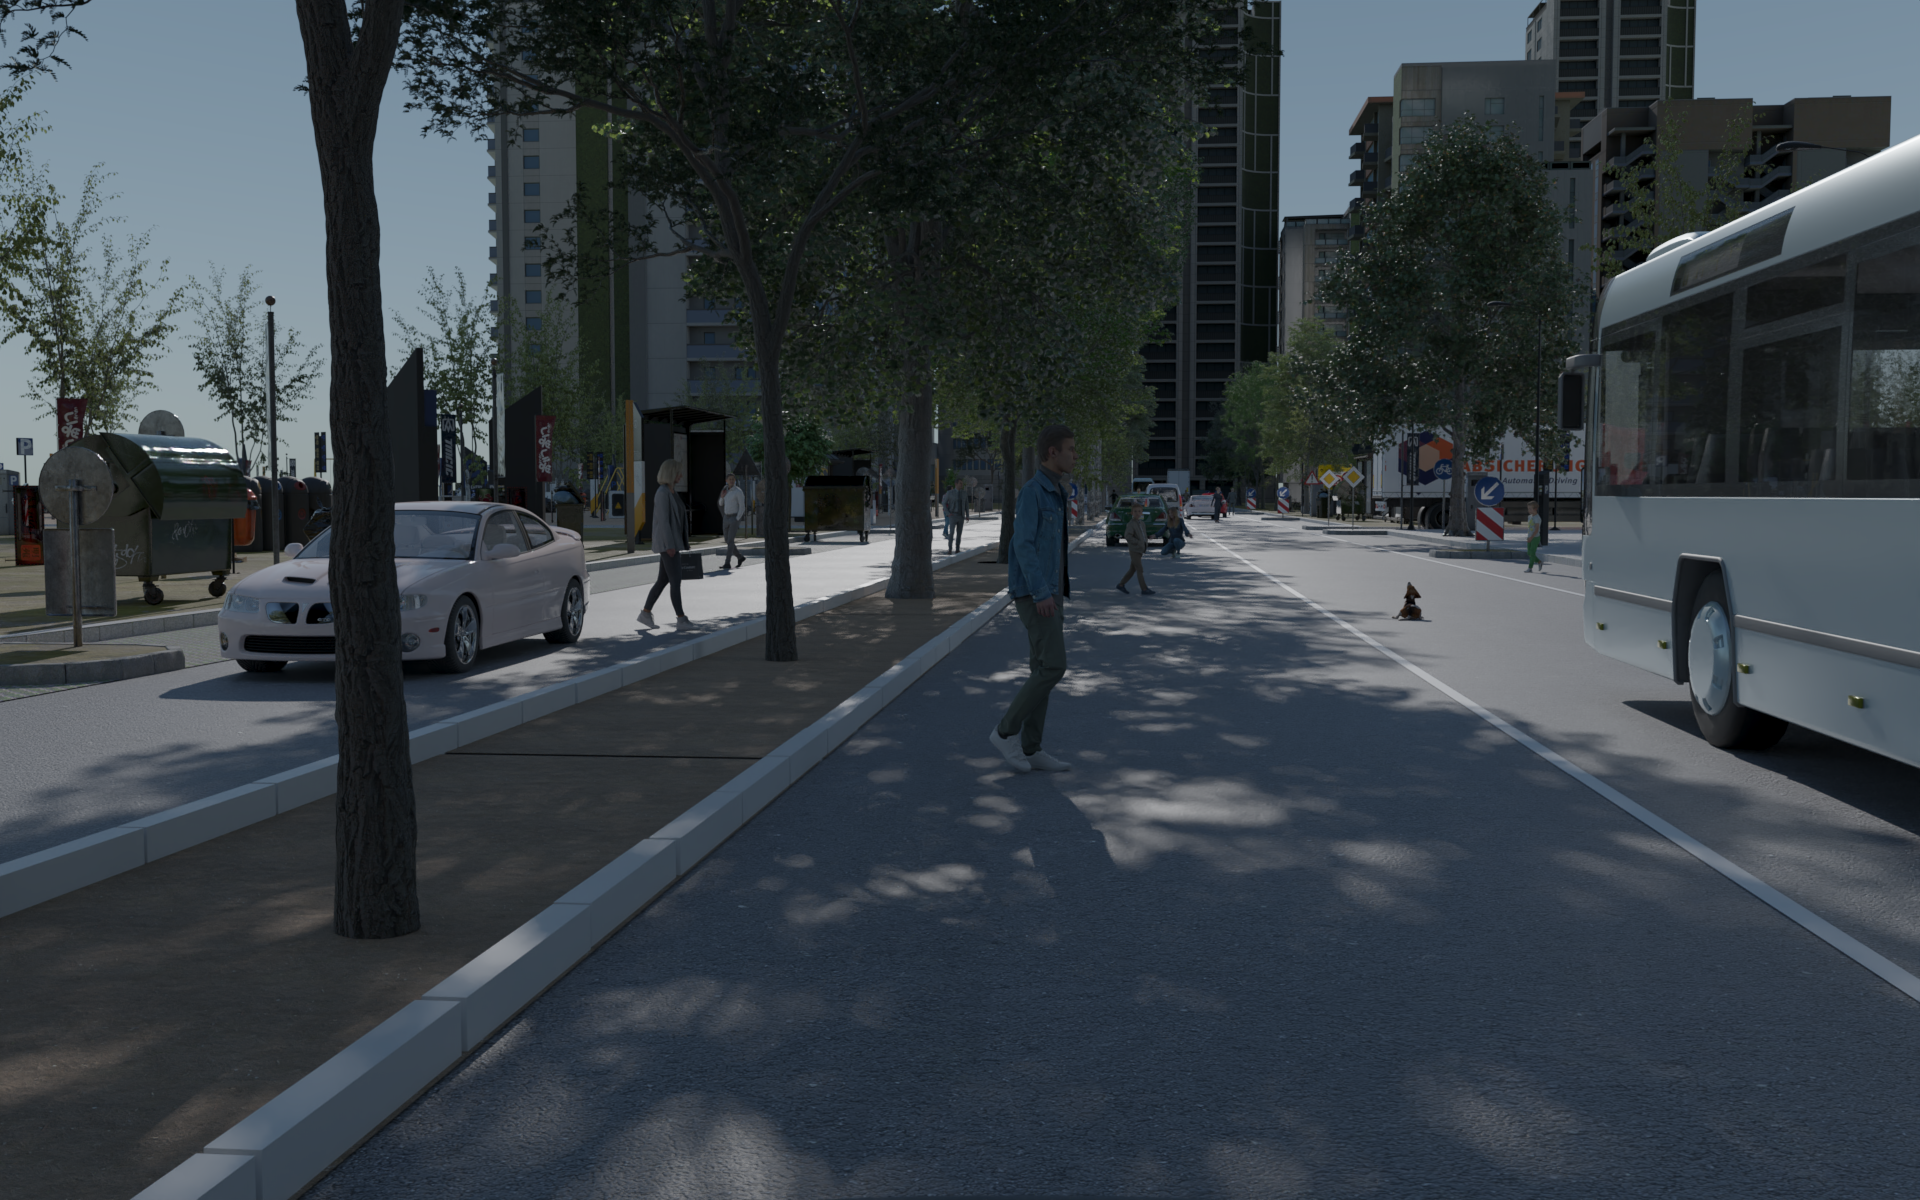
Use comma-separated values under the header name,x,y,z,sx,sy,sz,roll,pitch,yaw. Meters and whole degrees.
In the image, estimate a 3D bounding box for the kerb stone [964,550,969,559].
name,x,y,z,sx,sy,sz,roll,pitch,yaw
kerb stone,0.034,-0.952,37.754,0.120,0.150,1.000,0,4,6

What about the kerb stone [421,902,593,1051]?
name,x,y,z,sx,sy,sz,roll,pitch,yaw
kerb stone,-1.265,1.057,4.919,0.120,0.150,1.000,0,4,6

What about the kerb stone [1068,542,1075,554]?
name,x,y,z,sx,sy,sz,roll,pitch,yaw
kerb stone,2.755,-1.305,43.626,0.120,0.150,1.000,0,4,6

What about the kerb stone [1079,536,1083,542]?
name,x,y,z,sx,sy,sz,roll,pitch,yaw
kerb stone,3.388,-1.685,49.740,0.120,0.150,1.000,0,4,6

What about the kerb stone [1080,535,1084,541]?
name,x,y,z,sx,sy,sz,roll,pitch,yaw
kerb stone,3.494,-1.742,50.765,0.120,0.150,1.000,0,4,6

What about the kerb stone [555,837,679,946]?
name,x,y,z,sx,sy,sz,roll,pitch,yaw
kerb stone,-1.165,0.994,5.936,0.120,0.150,1.000,0,4,6

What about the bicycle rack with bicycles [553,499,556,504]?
name,x,y,z,sx,sy,sz,roll,pitch,yaw
bicycle rack with bicycles,-30.079,-7.055,128.724,2.925,0.926,2.852,1,4,20

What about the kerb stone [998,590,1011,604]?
name,x,y,z,sx,sy,sz,roll,pitch,yaw
kerb stone,0.531,0.001,22.236,0.120,0.150,1.000,0,4,6

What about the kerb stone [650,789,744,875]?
name,x,y,z,sx,sy,sz,roll,pitch,yaw
kerb stone,-1.050,0.932,6.961,0.120,0.150,1.000,0,4,6

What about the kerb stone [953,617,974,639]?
name,x,y,z,sx,sy,sz,roll,pitch,yaw
kerb stone,0.005,0.309,17.144,0.120,0.150,1.000,0,4,6

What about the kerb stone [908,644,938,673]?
name,x,y,z,sx,sy,sz,roll,pitch,yaw
kerb stone,-0.316,0.496,14.092,0.120,0.150,1.000,0,4,6

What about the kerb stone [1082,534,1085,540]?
name,x,y,z,sx,sy,sz,roll,pitch,yaw
kerb stone,3.599,-1.810,51.786,0.120,0.150,1.000,0,4,6

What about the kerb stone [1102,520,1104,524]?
name,x,y,z,sx,sy,sz,roll,pitch,yaw
kerb stone,6.300,-3.405,77.874,0.120,0.150,1.000,0,4,6

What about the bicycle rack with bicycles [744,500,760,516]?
name,x,y,z,sx,sy,sz,roll,pitch,yaw
bicycle rack with bicycles,-12.836,-5.304,100.101,2.925,0.926,2.852,-1,4,-15

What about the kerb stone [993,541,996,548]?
name,x,y,z,sx,sy,sz,roll,pitch,yaw
kerb stone,0.766,-1.387,44.877,0.120,0.150,1.000,0,4,6

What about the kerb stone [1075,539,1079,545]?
name,x,y,z,sx,sy,sz,roll,pitch,yaw
kerb stone,3.074,-1.498,46.681,0.120,0.150,1.000,0,4,6

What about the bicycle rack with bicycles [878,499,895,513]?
name,x,y,z,sx,sy,sz,roll,pitch,yaw
bicycle rack with bicycles,-5.514,-6.247,115.524,2.852,0.926,2.925,3,4,37

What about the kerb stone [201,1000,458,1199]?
name,x,y,z,sx,sy,sz,roll,pitch,yaw
kerb stone,-1.374,1.120,3.896,0.120,0.150,1.000,0,4,6

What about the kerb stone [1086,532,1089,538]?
name,x,y,z,sx,sy,sz,roll,pitch,yaw
kerb stone,3.922,-1.995,54.835,0.120,0.150,1.000,0,4,6

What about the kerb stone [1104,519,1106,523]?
name,x,y,z,sx,sy,sz,roll,pitch,yaw
kerb stone,6.624,-3.590,80.926,0.120,0.150,1.000,0,4,6

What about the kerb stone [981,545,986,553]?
name,x,y,z,sx,sy,sz,roll,pitch,yaw
kerb stone,0.454,-1.201,41.826,0.120,0.150,1.000,0,4,6

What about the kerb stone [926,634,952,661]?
name,x,y,z,sx,sy,sz,roll,pitch,yaw
kerb stone,-0.209,0.433,15.109,0.120,0.150,1.000,0,4,6

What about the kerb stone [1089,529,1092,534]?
name,x,y,z,sx,sy,sz,roll,pitch,yaw
kerb stone,4.342,-2.246,58.910,0.120,0.150,1.000,0,4,6

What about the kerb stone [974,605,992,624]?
name,x,y,z,sx,sy,sz,roll,pitch,yaw
kerb stone,0.220,0.187,19.181,0.120,0.150,1.000,0,4,6

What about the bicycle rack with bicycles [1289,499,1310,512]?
name,x,y,z,sx,sy,sz,roll,pitch,yaw
bicycle rack with bicycles,27.459,-7.711,139.456,2.925,0.926,2.852,0,4,-4

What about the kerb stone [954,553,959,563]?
name,x,y,z,sx,sy,sz,roll,pitch,yaw
kerb stone,-0.178,-0.825,35.721,0.120,0.150,1.000,0,4,6

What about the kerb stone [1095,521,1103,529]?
name,x,y,z,sx,sy,sz,roll,pitch,yaw
kerb stone,6.094,-3.281,75.837,0.120,0.150,1.000,0,4,6

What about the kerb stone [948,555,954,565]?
name,x,y,z,sx,sy,sz,roll,pitch,yaw
kerb stone,-0.289,-0.765,34.705,0.120,0.150,1.000,0,4,6

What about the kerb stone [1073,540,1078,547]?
name,x,y,z,sx,sy,sz,roll,pitch,yaw
kerb stone,2.966,-1.435,45.664,0.120,0.150,1.000,0,4,6

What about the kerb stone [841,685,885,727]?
name,x,y,z,sx,sy,sz,roll,pitch,yaw
kerb stone,-0.630,0.688,11.027,0.120,0.150,1.000,0,4,6

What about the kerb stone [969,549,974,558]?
name,x,y,z,sx,sy,sz,roll,pitch,yaw
kerb stone,0.147,-1.011,38.770,0.120,0.150,1.000,0,4,6

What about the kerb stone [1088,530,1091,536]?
name,x,y,z,sx,sy,sz,roll,pitch,yaw
kerb stone,4.130,-2.121,56.877,0.120,0.150,1.000,0,4,6

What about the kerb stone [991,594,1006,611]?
name,x,y,z,sx,sy,sz,roll,pitch,yaw
kerb stone,0.430,0.067,21.219,0.120,0.150,1.000,0,4,6

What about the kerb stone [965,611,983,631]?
name,x,y,z,sx,sy,sz,roll,pitch,yaw
kerb stone,0.113,0.247,18.164,0.120,0.150,1.000,0,4,6

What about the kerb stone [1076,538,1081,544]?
name,x,y,z,sx,sy,sz,roll,pitch,yaw
kerb stone,3.177,-1.558,47.701,0.120,0.150,1.000,0,4,6

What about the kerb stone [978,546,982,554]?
name,x,y,z,sx,sy,sz,roll,pitch,yaw
kerb stone,0.354,-1.138,40.807,0.120,0.150,1.000,0,4,6

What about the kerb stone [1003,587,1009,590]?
name,x,y,z,sx,sy,sz,roll,pitch,yaw
kerb stone,0.638,-0.063,23.252,0.120,0.150,1.000,0,4,6

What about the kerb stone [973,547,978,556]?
name,x,y,z,sx,sy,sz,roll,pitch,yaw
kerb stone,0.244,-1.076,39.787,0.120,0.150,1.000,0,4,6

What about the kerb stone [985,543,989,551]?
name,x,y,z,sx,sy,sz,roll,pitch,yaw
kerb stone,0.560,-1.263,42.843,0.120,0.150,1.000,0,4,6

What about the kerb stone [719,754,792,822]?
name,x,y,z,sx,sy,sz,roll,pitch,yaw
kerb stone,-0.946,0.871,7.977,0.120,0.150,1.000,0,4,6

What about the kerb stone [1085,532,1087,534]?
name,x,y,z,sx,sy,sz,roll,pitch,yaw
kerb stone,3.806,-1.934,53.819,0.120,0.150,1.000,0,4,6

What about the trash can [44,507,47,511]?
name,x,y,z,sx,sy,sz,roll,pitch,yaw
trash can,-60.846,-6.356,115.580,0.748,1.137,0.748,0,3,0

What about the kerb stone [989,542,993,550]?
name,x,y,z,sx,sy,sz,roll,pitch,yaw
kerb stone,0.668,-1.325,43.860,0.120,0.150,1.000,0,4,6

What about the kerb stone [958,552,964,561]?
name,x,y,z,sx,sy,sz,roll,pitch,yaw
kerb stone,-0.069,-0.889,36.737,0.120,0.150,1.000,0,4,6

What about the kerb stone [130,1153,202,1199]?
name,x,y,z,sx,sy,sz,roll,pitch,yaw
kerb stone,-1.481,1.185,2.879,0.120,0.150,1.000,0,4,6

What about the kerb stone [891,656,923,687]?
name,x,y,z,sx,sy,sz,roll,pitch,yaw
kerb stone,-0.421,0.562,13.060,0.120,0.150,1.000,0,4,6

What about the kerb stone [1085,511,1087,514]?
name,x,y,z,sx,sy,sz,roll,pitch,yaw
kerb stone,9.831,-6.727,132.173,0.120,0.150,1.000,0,4,6

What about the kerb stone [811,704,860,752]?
name,x,y,z,sx,sy,sz,roll,pitch,yaw
kerb stone,-0.731,0.749,10.010,0.120,0.150,1.000,0,4,6

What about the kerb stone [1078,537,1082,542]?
name,x,y,z,sx,sy,sz,roll,pitch,yaw
kerb stone,3.283,-1.618,48.721,0.120,0.150,1.000,0,4,6

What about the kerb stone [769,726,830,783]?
name,x,y,z,sx,sy,sz,roll,pitch,yaw
kerb stone,-0.839,0.807,8.993,0.120,0.150,1.000,0,4,6

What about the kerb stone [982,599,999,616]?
name,x,y,z,sx,sy,sz,roll,pitch,yaw
kerb stone,0.322,0.125,20.198,0.120,0.150,1.000,0,4,6

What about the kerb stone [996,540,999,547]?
name,x,y,z,sx,sy,sz,roll,pitch,yaw
kerb stone,0.874,-1.447,45.893,0.120,0.150,1.000,0,4,6

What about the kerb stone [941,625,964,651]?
name,x,y,z,sx,sy,sz,roll,pitch,yaw
kerb stone,-0.097,0.373,16.125,0.120,0.150,1.000,0,4,6

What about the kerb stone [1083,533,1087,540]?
name,x,y,z,sx,sy,sz,roll,pitch,yaw
kerb stone,3.710,-1.872,52.802,0.120,0.150,1.000,0,4,6

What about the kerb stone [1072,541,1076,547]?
name,x,y,z,sx,sy,sz,roll,pitch,yaw
kerb stone,2.853,-1.370,44.643,0.120,0.150,1.000,0,4,6

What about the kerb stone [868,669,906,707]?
name,x,y,z,sx,sy,sz,roll,pitch,yaw
kerb stone,-0.523,0.621,12.043,0.120,0.150,1.000,0,4,6
